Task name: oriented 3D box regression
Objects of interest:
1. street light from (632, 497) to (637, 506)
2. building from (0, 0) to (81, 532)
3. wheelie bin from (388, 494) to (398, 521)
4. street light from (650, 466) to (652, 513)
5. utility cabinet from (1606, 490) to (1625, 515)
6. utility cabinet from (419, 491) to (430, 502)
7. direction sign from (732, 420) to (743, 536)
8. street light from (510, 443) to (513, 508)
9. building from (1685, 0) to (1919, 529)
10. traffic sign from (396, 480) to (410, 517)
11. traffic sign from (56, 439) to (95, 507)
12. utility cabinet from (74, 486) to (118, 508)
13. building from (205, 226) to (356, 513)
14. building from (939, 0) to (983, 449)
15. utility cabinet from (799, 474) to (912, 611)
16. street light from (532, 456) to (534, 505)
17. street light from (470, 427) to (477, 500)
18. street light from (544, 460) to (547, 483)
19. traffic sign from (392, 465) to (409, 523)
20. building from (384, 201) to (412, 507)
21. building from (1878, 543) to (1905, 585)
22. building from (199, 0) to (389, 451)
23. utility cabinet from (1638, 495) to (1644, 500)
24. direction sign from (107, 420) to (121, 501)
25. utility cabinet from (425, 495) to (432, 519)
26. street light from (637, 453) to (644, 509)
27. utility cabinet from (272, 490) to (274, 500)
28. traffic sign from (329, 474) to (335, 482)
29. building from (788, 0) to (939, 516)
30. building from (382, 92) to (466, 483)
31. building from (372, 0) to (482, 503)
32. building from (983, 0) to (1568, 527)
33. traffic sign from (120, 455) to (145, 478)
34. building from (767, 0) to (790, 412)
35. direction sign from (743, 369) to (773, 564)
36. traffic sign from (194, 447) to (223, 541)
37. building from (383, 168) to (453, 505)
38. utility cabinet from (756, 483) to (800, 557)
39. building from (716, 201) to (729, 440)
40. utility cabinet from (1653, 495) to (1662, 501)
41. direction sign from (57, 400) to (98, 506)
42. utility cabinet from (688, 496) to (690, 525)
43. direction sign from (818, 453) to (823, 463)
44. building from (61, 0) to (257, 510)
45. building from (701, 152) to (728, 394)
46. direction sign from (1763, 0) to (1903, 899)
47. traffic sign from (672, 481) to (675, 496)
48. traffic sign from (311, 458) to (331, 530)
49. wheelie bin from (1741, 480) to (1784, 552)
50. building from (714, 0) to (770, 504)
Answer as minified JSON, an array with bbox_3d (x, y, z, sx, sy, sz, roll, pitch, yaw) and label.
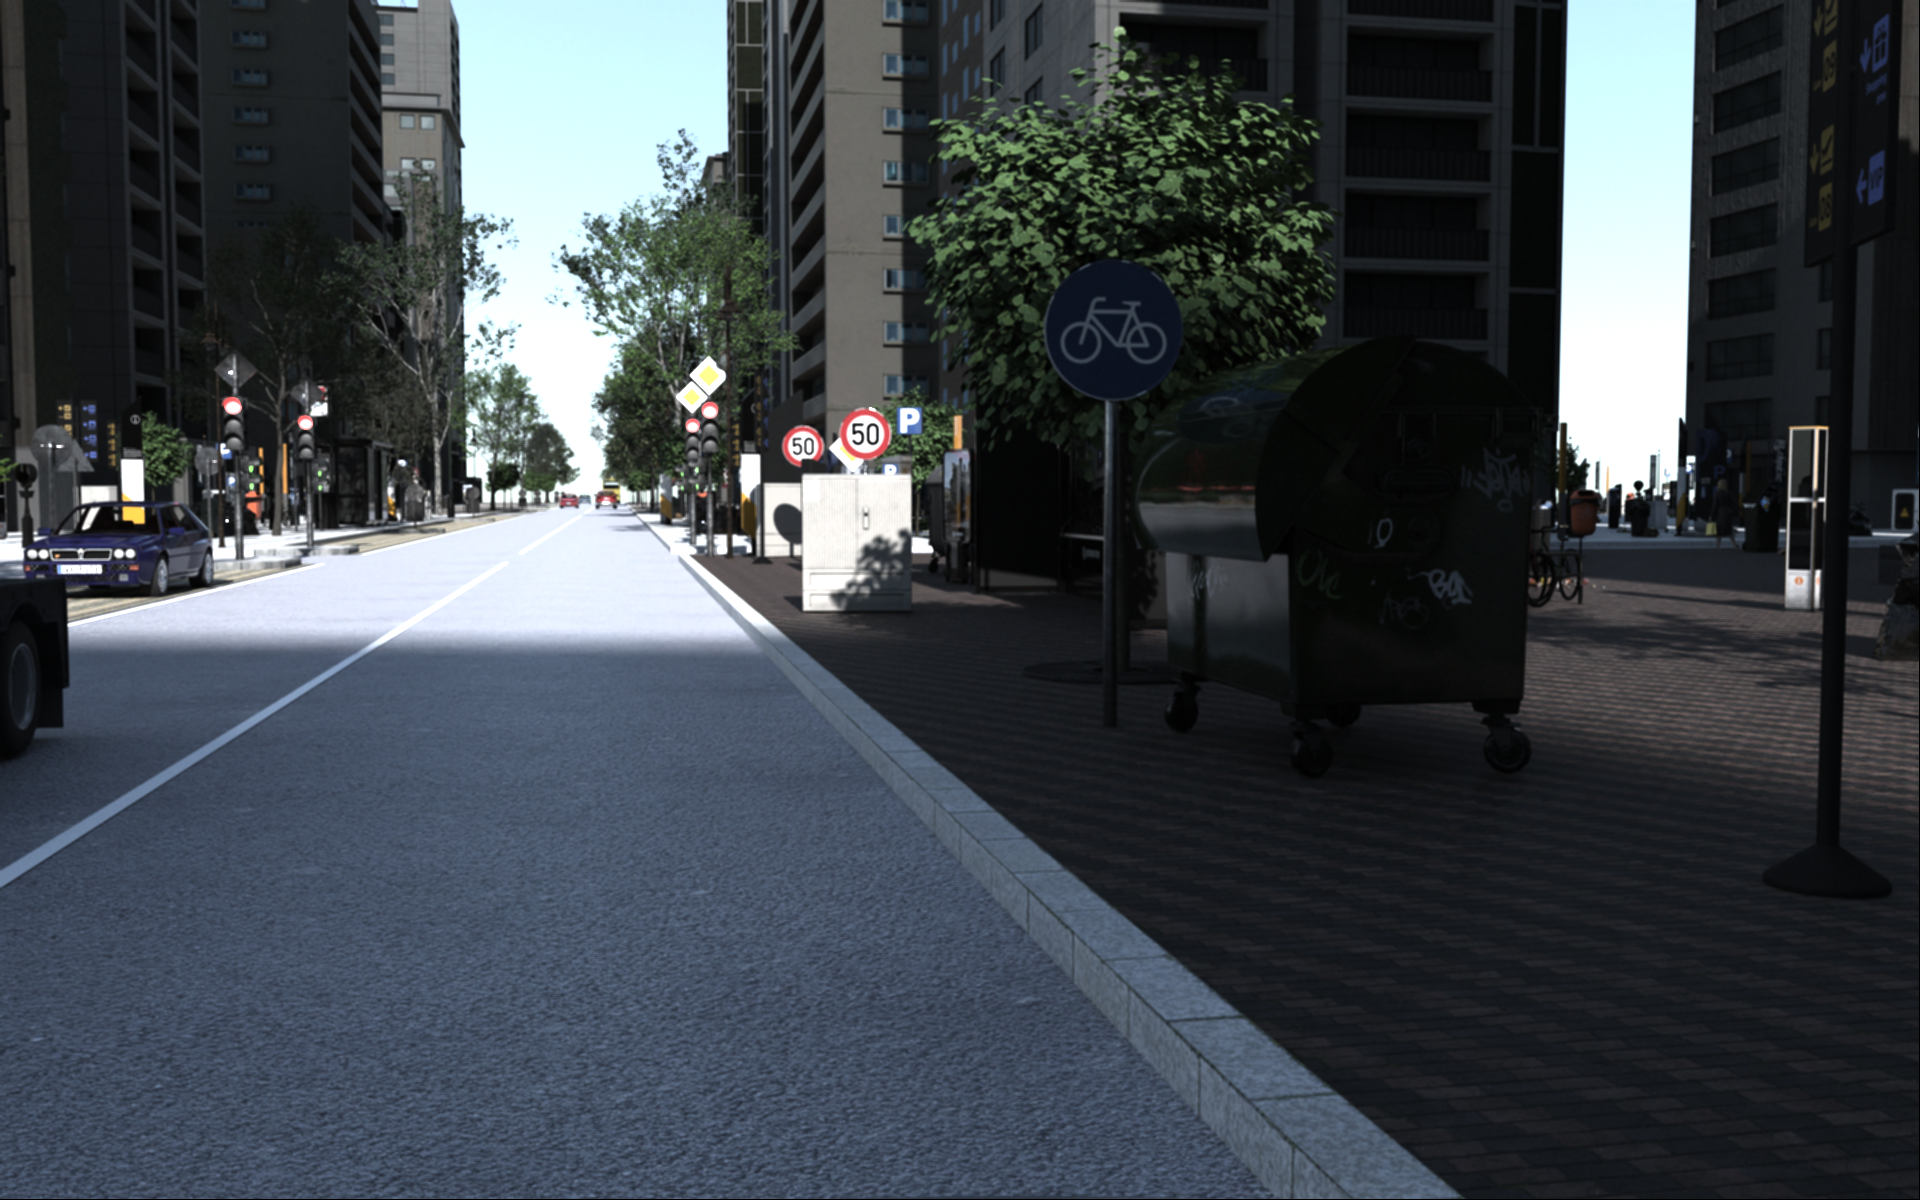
[{"bbox_3d":[-35.652,-13.354,191.117,0.468,5.910,1.993,-1,4,-11],"label":"street light"},{"bbox_3d":[-37.665,-17.289,54.372,14.160,30.474,14.107,-1,4,-11],"label":"building"},{"bbox_3d":[-26.655,-4.457,80.772,0.980,1.594,0.693,3,5,39],"label":"wheelie bin"},{"bbox_3d":[-20.830,-8.803,116.720,0.468,5.910,1.993,-1,4,-11],"label":"street light"},{"bbox_3d":[40.388,-5.995,106.699,1.173,1.500,0.318,-1,4,-23],"label":"utility cabinet"},{"bbox_3d":[-33.685,-6.088,108.215,0.318,1.500,1.173,3,4,39],"label":"utility cabinet"},{"bbox_3d":[-6.686,-3.745,53.231,0.876,3.537,0.379,3,4,39],"label":"direction sign"},{"bbox_3d":[-40.297,-11.170,155.409,0.468,5.910,1.993,-1,4,-11],"label":"street light"},{"bbox_3d":[38.704,-18.073,67.202,14.107,30.474,14.160,-1,4,-11],"label":"building"},{"bbox_3d":[-28.230,-5.355,87.556,0.884,2.594,0.081,-1,4,-9],"label":"traffic sign"},{"bbox_3d":[-20.816,-2.493,40.768,0.884,2.594,0.081,0,4,-2],"label":"traffic sign"},{"bbox_3d":[-23.226,-2.316,46.546,1.173,1.500,0.318,1,4,17],"label":"utility cabinet"},{"bbox_3d":[-60.026,-17.073,124.190,27.650,21.520,28.899,-1,4,-11],"label":"building"},{"bbox_3d":[7.041,-26.581,84.711,14.600,45.320,14.200,-1,4,-11],"label":"building"},{"bbox_3d":[-1.115,-0.617,18.771,1.173,1.500,0.318,0,4,-3],"label":"utility cabinet"},{"bbox_3d":[-48.819,-13.773,197.967,0.468,5.910,1.993,-1,4,-11],"label":"street light"},{"bbox_3d":[-32.806,-8.823,117.046,0.468,5.910,1.993,-1,4,-11],"label":"street light"},{"bbox_3d":[-56.455,-16.100,236.030,0.468,5.910,1.993,-1,4,-11],"label":"street light"},{"bbox_3d":[-24.887,-4.710,77.119,0.768,2.556,0.104,0,4,-2],"label":"traffic sign"},{"bbox_3d":[-61.476,-24.237,167.977,14.160,30.474,14.107,-1,4,-11],"label":"building"},{"bbox_3d":[24.768,-28.879,14.166,21.231,58.520,28.212,-1,4,-11],"label":"building"},{"bbox_3d":[-61.884,-32.109,148.691,21.300,48.544,21.600,-1,4,-11],"label":"building"},{"bbox_3d":[34.511,-4.685,87.756,0.306,1.237,1.020,1,4,22],"label":"utility cabinet"},{"bbox_3d":[-25.691,-3.727,52.940,0.876,3.537,0.379,1,4,22],"label":"direction sign"},{"bbox_3d":[-27.089,-4.716,88.268,0.306,1.237,1.020,-1,4,-14],"label":"utility cabinet"},{"bbox_3d":[-28.012,-11.005,152.716,0.468,5.910,1.993,-1,4,-11],"label":"street light"},{"bbox_3d":[-40.341,-5.655,101.142,0.318,1.500,1.173,-2,4,-31],"label":"utility cabinet"},{"bbox_3d":[-27.103,-4.536,74.162,0.884,2.594,0.081,-1,4,-11],"label":"traffic sign"},{"bbox_3d":[0.829,-29.727,109.737,21.300,48.544,21.600,-1,4,-11],"label":"building"},{"bbox_3d":[-81.100,-39.192,230.023,28.713,52.752,27.495,-1,4,-11],"label":"building"},{"bbox_3d":[-81.557,-49.898,254.078,20.563,71.187,20.611,-1,4,-11],"label":"building"},{"bbox_3d":[12.971,-38.354,65.347,20.611,71.187,20.563,-1,4,-11],"label":"building"},{"bbox_3d":[-21.539,-2.630,45.128,0.606,2.300,0.079,-1,4,-11],"label":"traffic sign"},{"bbox_3d":[-5.970,-37.134,149.139,21.231,58.520,28.212,-1,4,-11],"label":"building"},{"bbox_3d":[-3.640,-2.435,31.805,0.379,3.537,0.876,0,4,8],"label":"direction sign"},{"bbox_3d":[-20.242,-2.849,46.682,0.768,2.556,0.104,0,4,-3],"label":"traffic sign"},{"bbox_3d":[-70.026,-32.254,210.950,14.154,41.232,14.086,-1,4,-11],"label":"building"},{"bbox_3d":[-3.592,-1.623,35.215,1.173,1.500,0.318,-3,5,-44],"label":"utility cabinet"},{"bbox_3d":[-27.071,-34.220,243.094,14.154,41.232,14.086,-1,4,-11],"label":"building"},{"bbox_3d":[41.029,-5.511,101.260,1.020,1.237,0.306,1,4,13],"label":"utility cabinet"},{"bbox_3d":[-21.323,-3.053,41.911,0.876,3.537,0.379,-1,4,-13],"label":"direction sign"},{"bbox_3d":[-10.982,-3.705,71.744,0.306,1.237,1.020,-2,4,-27],"label":"utility cabinet"},{"bbox_3d":[-6.000,-4.931,72.613,0.379,3.537,0.876,2,4,31],"label":"direction sign"},{"bbox_3d":[-45.598,-39.336,81.391,20.563,71.187,20.611,-1,4,-11],"label":"building"},{"bbox_3d":[-24.462,-41.295,264.417,28.713,52.752,27.495,-1,4,-11],"label":"building"},{"bbox_3d":[2.838,-0.830,5.565,0.379,3.537,0.876,1,4,12],"label":"direction sign"},{"bbox_3d":[-19.267,-7.079,115.842,0.768,2.556,0.104,-1,4,-11],"label":"traffic sign"},{"bbox_3d":[-22.541,-3.724,60.989,0.768,2.556,0.104,0,4,-2],"label":"traffic sign"},{"bbox_3d":[17.779,-1.864,38.379,0.693,1.594,0.980,0,4,-4],"label":"wheelie bin"},{"bbox_3d":[-21.401,-48.143,225.389,20.563,71.187,20.611,-1,4,-11],"label":"building"}]
